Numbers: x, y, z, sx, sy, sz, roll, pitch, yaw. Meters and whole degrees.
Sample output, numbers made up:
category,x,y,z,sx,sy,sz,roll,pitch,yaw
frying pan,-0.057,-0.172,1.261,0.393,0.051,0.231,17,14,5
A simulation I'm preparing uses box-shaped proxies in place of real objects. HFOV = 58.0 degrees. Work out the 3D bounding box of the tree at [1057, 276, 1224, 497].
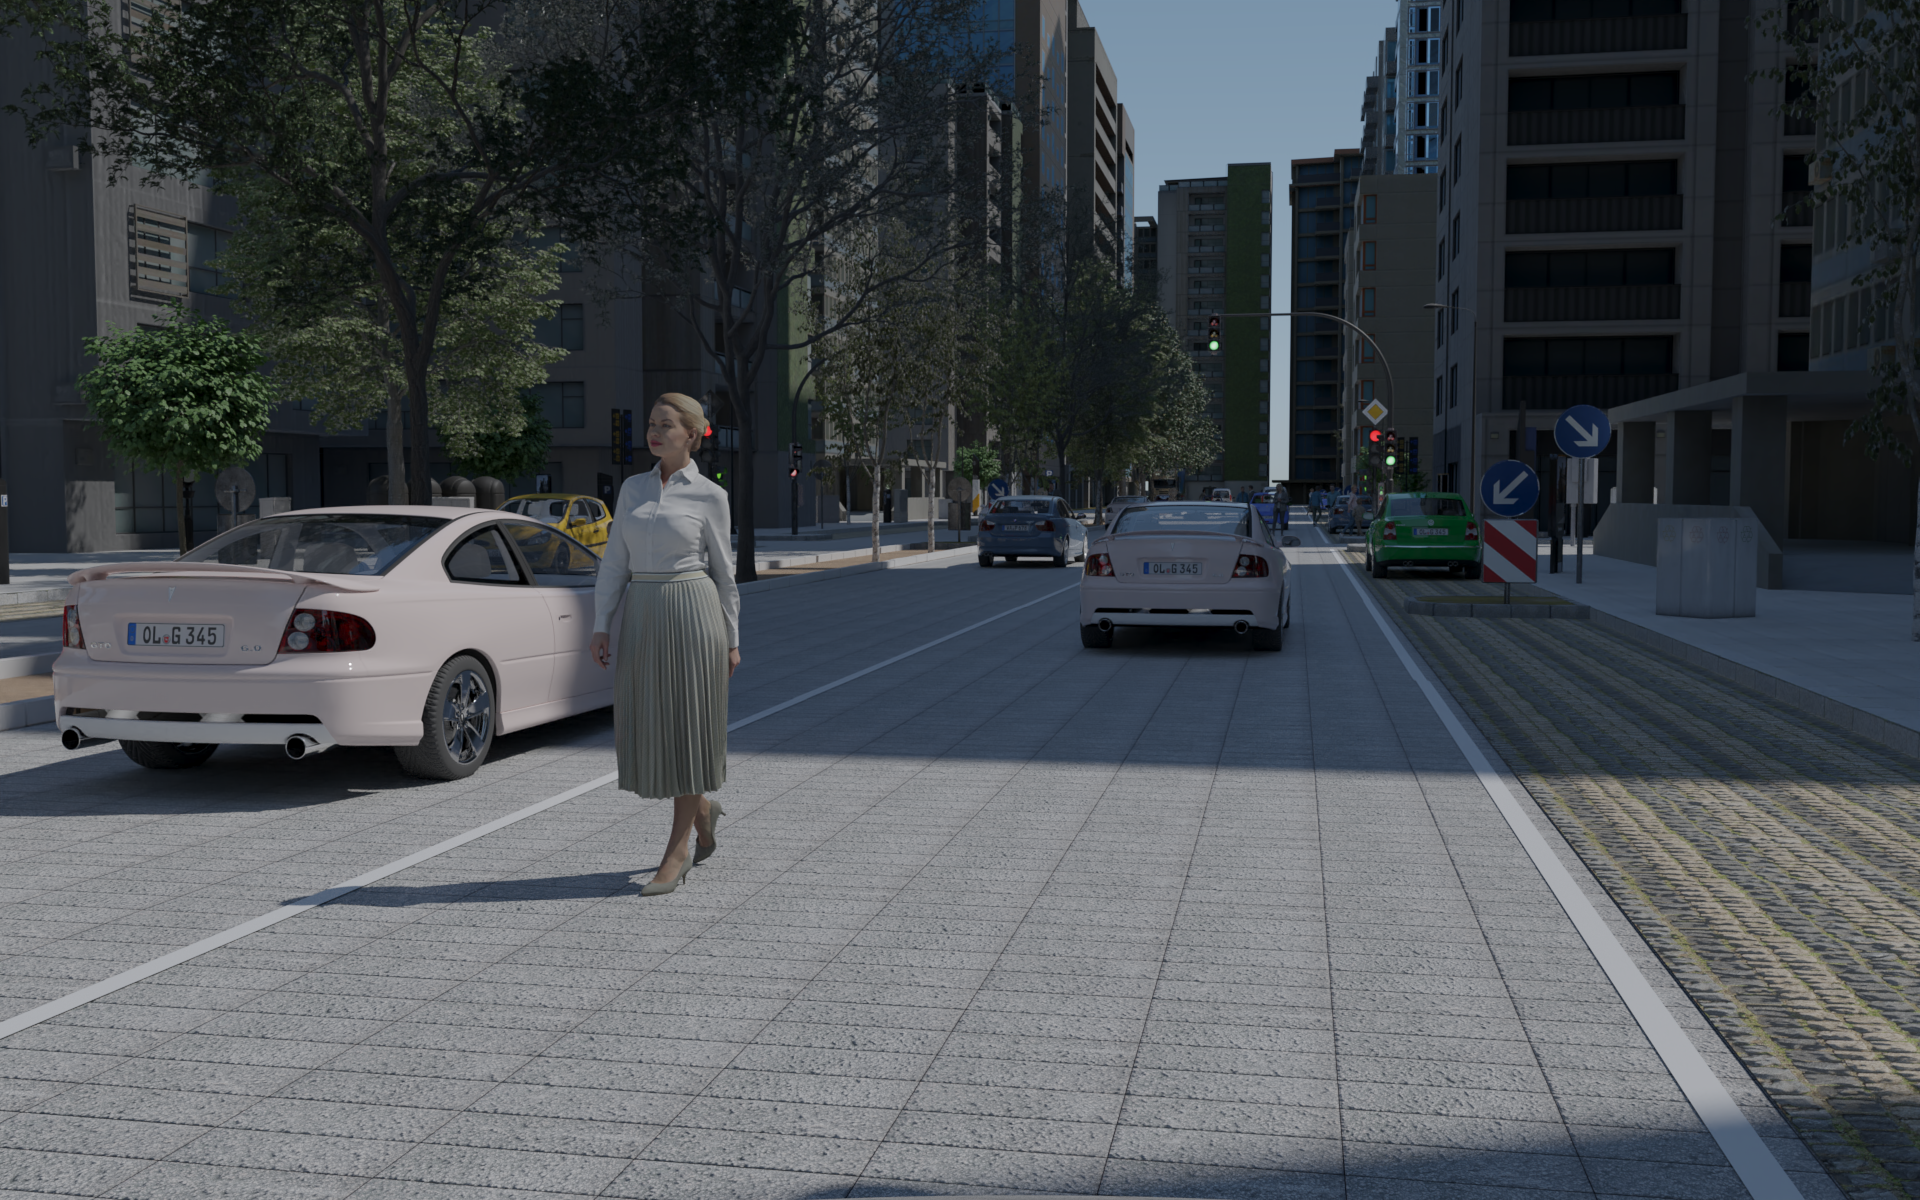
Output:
category,x,y,z,sx,sy,sz,roll,pitch,yaw
tree,8.498,-10.444,90.221,9.611,12.733,9.660,0,3,0

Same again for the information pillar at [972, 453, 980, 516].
category,x,y,z,sx,sy,sz,roll,pitch,yaw
information pillar,0.914,-6.620,99.595,0.504,3.616,0.183,3,5,44

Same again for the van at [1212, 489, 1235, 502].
category,x,y,z,sx,sy,sz,roll,pitch,yaw
van,20.035,-7.677,132.533,2.013,2.044,4.112,1,4,10

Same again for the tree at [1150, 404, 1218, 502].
category,x,y,z,sx,sy,sz,roll,pitch,yaw
tree,12.727,-10.795,113.370,8.767,10.594,7.601,1,4,11

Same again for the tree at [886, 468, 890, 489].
category,x,y,z,sx,sy,sz,roll,pitch,yaw
tree,-4.470,-6.710,104.303,1.663,3.219,1.824,0,3,0

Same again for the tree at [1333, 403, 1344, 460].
category,x,y,z,sx,sy,sz,roll,pitch,yaw
tree,29.778,-10.898,128.543,4.360,8.622,3.978,0,3,0

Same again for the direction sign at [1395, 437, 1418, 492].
category,x,y,z,sx,sy,sz,roll,pitch,yaw
direction sign,17.718,-4.694,68.748,0.876,3.537,0.379,2,4,26

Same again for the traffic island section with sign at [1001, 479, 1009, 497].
category,x,y,z,sx,sy,sz,roll,pitch,yaw
traffic island section with sign,1.276,-2.732,52.806,2.006,1.907,1.989,1,4,11

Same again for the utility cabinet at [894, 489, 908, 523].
category,x,y,z,sx,sy,sz,roll,pitch,yaw
utility cabinet,-2.623,-4.192,77.214,0.318,1.500,1.173,1,4,16

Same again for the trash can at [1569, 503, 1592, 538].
category,x,y,z,sx,sy,sz,roll,pitch,yaw
trash can,18.262,-2.405,50.976,0.748,1.137,0.748,0,3,0

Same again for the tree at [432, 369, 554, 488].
category,x,y,z,sx,sy,sz,roll,pitch,yaw
tree,-12.218,-3.787,45.633,4.285,4.588,4.351,0,3,0

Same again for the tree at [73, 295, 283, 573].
category,x,y,z,sx,sy,sz,roll,pitch,yaw
tree,-12.957,-2.764,28.908,4.285,4.588,4.351,0,3,0

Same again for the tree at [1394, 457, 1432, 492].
category,x,y,z,sx,sy,sz,roll,pitch,yaw
tree,20.777,-5.219,79.928,1.663,3.219,1.824,0,3,0

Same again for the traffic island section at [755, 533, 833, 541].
category,x,y,z,sx,sy,sz,roll,pitch,yaw
traffic island section,-5.208,-1.965,54.401,2.009,0.180,2.903,1,4,11

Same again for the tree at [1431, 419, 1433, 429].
category,x,y,z,sx,sy,sz,roll,pitch,yaw
tree,27.093,-8.622,91.330,4.360,8.622,3.978,0,3,0

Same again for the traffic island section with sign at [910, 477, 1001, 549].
category,x,y,z,sx,sy,sz,roll,pitch,yaw
traffic island section with sign,-0.136,-2.287,45.534,2.006,1.907,1.989,1,4,11

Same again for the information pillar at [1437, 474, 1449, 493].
category,x,y,z,sx,sy,sz,roll,pitch,yaw
information pillar,17.433,-3.553,62.580,0.304,2.012,0.304,-1,4,-13

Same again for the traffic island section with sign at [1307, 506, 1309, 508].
category,x,y,z,sx,sy,sz,roll,pitch,yaw
traffic island section with sign,31.498,-8.706,150.967,1.989,1.847,2.006,1,4,11

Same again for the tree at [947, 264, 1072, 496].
category,x,y,z,sx,sy,sz,roll,pitch,yaw
tree,1.534,-6.184,53.930,4.737,8.622,4.395,0,3,0

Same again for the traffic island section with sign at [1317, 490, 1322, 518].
category,x,y,z,sx,sy,sz,roll,pitch,yaw
traffic island section with sign,22.095,-5.725,102.227,1.989,1.847,2.006,1,4,11

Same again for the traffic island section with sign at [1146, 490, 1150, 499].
category,x,y,z,sx,sy,sz,roll,pitch,yaw
traffic island section with sign,19.513,-10.532,180.826,1.989,1.847,2.006,1,4,11

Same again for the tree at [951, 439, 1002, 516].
category,x,y,z,sx,sy,sz,roll,pitch,yaw
tree,1.028,-7.317,103.346,4.285,4.588,4.351,0,3,0

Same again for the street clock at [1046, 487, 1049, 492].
category,x,y,z,sx,sy,sz,roll,pitch,yaw
street clock,6.175,-7.178,121.924,0.471,2.002,0.358,-2,4,-33

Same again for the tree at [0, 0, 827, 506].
category,x,y,z,sx,sy,sz,roll,pitch,yaw
tree,-5.170,-4.904,17.054,8.767,10.594,7.601,1,4,11

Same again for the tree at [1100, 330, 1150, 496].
category,x,y,z,sx,sy,sz,roll,pitch,yaw
tree,6.081,-7.528,75.897,4.360,8.622,3.978,0,3,0

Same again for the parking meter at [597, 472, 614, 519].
category,x,y,z,sx,sy,sz,roll,pitch,yaw
parking meter,-9.618,-2.526,47.019,0.399,1.863,0.255,-3,4,-38

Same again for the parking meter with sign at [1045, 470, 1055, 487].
category,x,y,z,sx,sy,sz,roll,pitch,yaw
parking meter with sign,6.639,-7.976,126.669,0.543,3.016,1.738,0,4,-6

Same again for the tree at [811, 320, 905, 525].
category,x,y,z,sx,sy,sz,roll,pitch,yaw
tree,-4.482,-7.466,72.426,4.737,8.622,4.395,0,3,0

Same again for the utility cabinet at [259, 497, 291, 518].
category,x,y,z,sx,sy,sz,roll,pitch,yaw
utility cabinet,-13.680,-1.434,34.610,0.306,1.237,1.020,0,4,-3

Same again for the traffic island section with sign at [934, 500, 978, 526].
category,x,y,z,sx,sy,sz,roll,pitch,yaw
traffic island section with sign,-0.076,-4.317,79.214,1.989,1.847,2.006,1,4,11

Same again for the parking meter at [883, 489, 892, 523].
category,x,y,z,sx,sy,sz,roll,pitch,yaw
parking meter,-3.238,-4.205,77.158,0.372,1.533,0.369,0,3,0

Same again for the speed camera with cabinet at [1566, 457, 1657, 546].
category,x,y,z,sx,sy,sz,roll,pitch,yaw
speed camera with cabinet,15.838,-2.923,42.121,2.038,3.252,0.660,2,4,29

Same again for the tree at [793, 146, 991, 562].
category,x,y,z,sx,sy,sz,roll,pitch,yaw
tree,-1.742,-5.112,36.394,4.360,8.622,3.978,0,3,0

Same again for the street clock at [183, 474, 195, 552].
category,x,y,z,sx,sy,sz,roll,pitch,yaw
street clock,-17.226,-2.082,38.619,0.471,2.002,0.358,-3,5,-41

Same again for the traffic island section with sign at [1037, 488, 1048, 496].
category,x,y,z,sx,sy,sz,roll,pitch,yaw
traffic island section with sign,5.022,-5.936,105.685,1.989,1.847,2.006,1,4,11

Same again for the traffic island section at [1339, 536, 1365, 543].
category,x,y,z,sx,sy,sz,roll,pitch,yaw
traffic island section,12.213,-1.760,51.049,2.009,0.180,2.903,1,4,11

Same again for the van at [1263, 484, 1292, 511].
category,x,y,z,sx,sy,sz,roll,pitch,yaw
van,17.971,-5.628,99.026,2.013,2.044,4.112,1,4,9

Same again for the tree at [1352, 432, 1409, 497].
category,x,y,z,sx,sy,sz,roll,pitch,yaw
tree,21.712,-6.433,88.890,4.285,4.588,4.351,0,3,0

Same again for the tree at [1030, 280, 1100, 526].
category,x,y,z,sx,sy,sz,roll,pitch,yaw
tree,2.469,-6.505,59.182,4.360,8.622,3.978,0,3,0

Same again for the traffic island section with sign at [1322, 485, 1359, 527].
category,x,y,z,sx,sy,sz,roll,pitch,yaw
traffic island section with sign,16.984,-4.106,75.759,1.989,1.847,2.006,1,4,11

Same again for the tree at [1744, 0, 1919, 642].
category,x,y,z,sx,sy,sz,roll,pitch,yaw
tree,8.610,-3.946,14.877,4.360,8.622,3.978,0,3,0

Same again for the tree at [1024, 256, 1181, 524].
category,x,y,z,sx,sy,sz,roll,pitch,yaw
tree,6.514,-9.861,81.815,7.486,12.596,7.792,0,3,0

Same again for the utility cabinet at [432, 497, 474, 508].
category,x,y,z,sx,sy,sz,roll,pitch,yaw
utility cabinet,-10.939,-1.585,37.070,1.020,1.237,0.306,0,4,4

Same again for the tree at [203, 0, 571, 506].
category,x,y,z,sx,sy,sz,roll,pitch,yaw
tree,-12.267,-7.218,36.143,7.486,12.596,7.792,0,3,0

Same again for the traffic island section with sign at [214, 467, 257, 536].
category,x,y,z,sx,sy,sz,roll,pitch,yaw
traffic island section with sign,-10.620,-0.974,24.556,1.989,1.847,2.006,1,4,11

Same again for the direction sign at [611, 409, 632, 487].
category,x,y,z,sx,sy,sz,roll,pitch,yaw
direction sign,-9.022,-3.320,46.277,0.379,3.537,0.876,2,4,25

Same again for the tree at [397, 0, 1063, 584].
category,x,y,z,sx,sy,sz,roll,pitch,yaw
tree,-3.391,-6.981,26.960,12.009,13.543,11.850,0,3,0

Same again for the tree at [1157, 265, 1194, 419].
category,x,y,z,sx,sy,sz,roll,pitch,yaw
tree,3.983,-9.440,67.163,12.009,13.543,11.850,0,3,0

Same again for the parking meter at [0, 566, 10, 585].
category,x,y,z,sx,sy,sz,roll,pitch,yaw
parking meter,-13.720,-0.989,24.578,0.372,1.533,0.369,0,3,0

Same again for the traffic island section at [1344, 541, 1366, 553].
category,x,y,z,sx,sy,sz,roll,pitch,yaw
traffic island section,10.701,-1.280,43.208,2.009,0.180,2.903,1,4,11

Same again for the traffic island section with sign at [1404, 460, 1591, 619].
category,x,y,z,sx,sy,sz,roll,pitch,yaw
traffic island section with sign,6.396,-0.746,20.817,1.989,1.847,2.006,1,4,11

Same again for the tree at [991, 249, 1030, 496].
category,x,y,z,sx,sy,sz,roll,pitch,yaw
tree,-0.669,-5.447,41.883,4.360,8.622,3.978,0,3,0

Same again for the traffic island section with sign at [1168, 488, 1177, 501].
category,x,y,z,sx,sy,sz,roll,pitch,yaw
traffic island section with sign,15.495,-7.245,126.592,2.006,1.907,1.989,1,4,11

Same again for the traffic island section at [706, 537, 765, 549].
category,x,y,z,sx,sy,sz,roll,pitch,yaw
traffic island section,-6.720,-1.485,46.560,2.009,0.180,2.903,1,4,11
